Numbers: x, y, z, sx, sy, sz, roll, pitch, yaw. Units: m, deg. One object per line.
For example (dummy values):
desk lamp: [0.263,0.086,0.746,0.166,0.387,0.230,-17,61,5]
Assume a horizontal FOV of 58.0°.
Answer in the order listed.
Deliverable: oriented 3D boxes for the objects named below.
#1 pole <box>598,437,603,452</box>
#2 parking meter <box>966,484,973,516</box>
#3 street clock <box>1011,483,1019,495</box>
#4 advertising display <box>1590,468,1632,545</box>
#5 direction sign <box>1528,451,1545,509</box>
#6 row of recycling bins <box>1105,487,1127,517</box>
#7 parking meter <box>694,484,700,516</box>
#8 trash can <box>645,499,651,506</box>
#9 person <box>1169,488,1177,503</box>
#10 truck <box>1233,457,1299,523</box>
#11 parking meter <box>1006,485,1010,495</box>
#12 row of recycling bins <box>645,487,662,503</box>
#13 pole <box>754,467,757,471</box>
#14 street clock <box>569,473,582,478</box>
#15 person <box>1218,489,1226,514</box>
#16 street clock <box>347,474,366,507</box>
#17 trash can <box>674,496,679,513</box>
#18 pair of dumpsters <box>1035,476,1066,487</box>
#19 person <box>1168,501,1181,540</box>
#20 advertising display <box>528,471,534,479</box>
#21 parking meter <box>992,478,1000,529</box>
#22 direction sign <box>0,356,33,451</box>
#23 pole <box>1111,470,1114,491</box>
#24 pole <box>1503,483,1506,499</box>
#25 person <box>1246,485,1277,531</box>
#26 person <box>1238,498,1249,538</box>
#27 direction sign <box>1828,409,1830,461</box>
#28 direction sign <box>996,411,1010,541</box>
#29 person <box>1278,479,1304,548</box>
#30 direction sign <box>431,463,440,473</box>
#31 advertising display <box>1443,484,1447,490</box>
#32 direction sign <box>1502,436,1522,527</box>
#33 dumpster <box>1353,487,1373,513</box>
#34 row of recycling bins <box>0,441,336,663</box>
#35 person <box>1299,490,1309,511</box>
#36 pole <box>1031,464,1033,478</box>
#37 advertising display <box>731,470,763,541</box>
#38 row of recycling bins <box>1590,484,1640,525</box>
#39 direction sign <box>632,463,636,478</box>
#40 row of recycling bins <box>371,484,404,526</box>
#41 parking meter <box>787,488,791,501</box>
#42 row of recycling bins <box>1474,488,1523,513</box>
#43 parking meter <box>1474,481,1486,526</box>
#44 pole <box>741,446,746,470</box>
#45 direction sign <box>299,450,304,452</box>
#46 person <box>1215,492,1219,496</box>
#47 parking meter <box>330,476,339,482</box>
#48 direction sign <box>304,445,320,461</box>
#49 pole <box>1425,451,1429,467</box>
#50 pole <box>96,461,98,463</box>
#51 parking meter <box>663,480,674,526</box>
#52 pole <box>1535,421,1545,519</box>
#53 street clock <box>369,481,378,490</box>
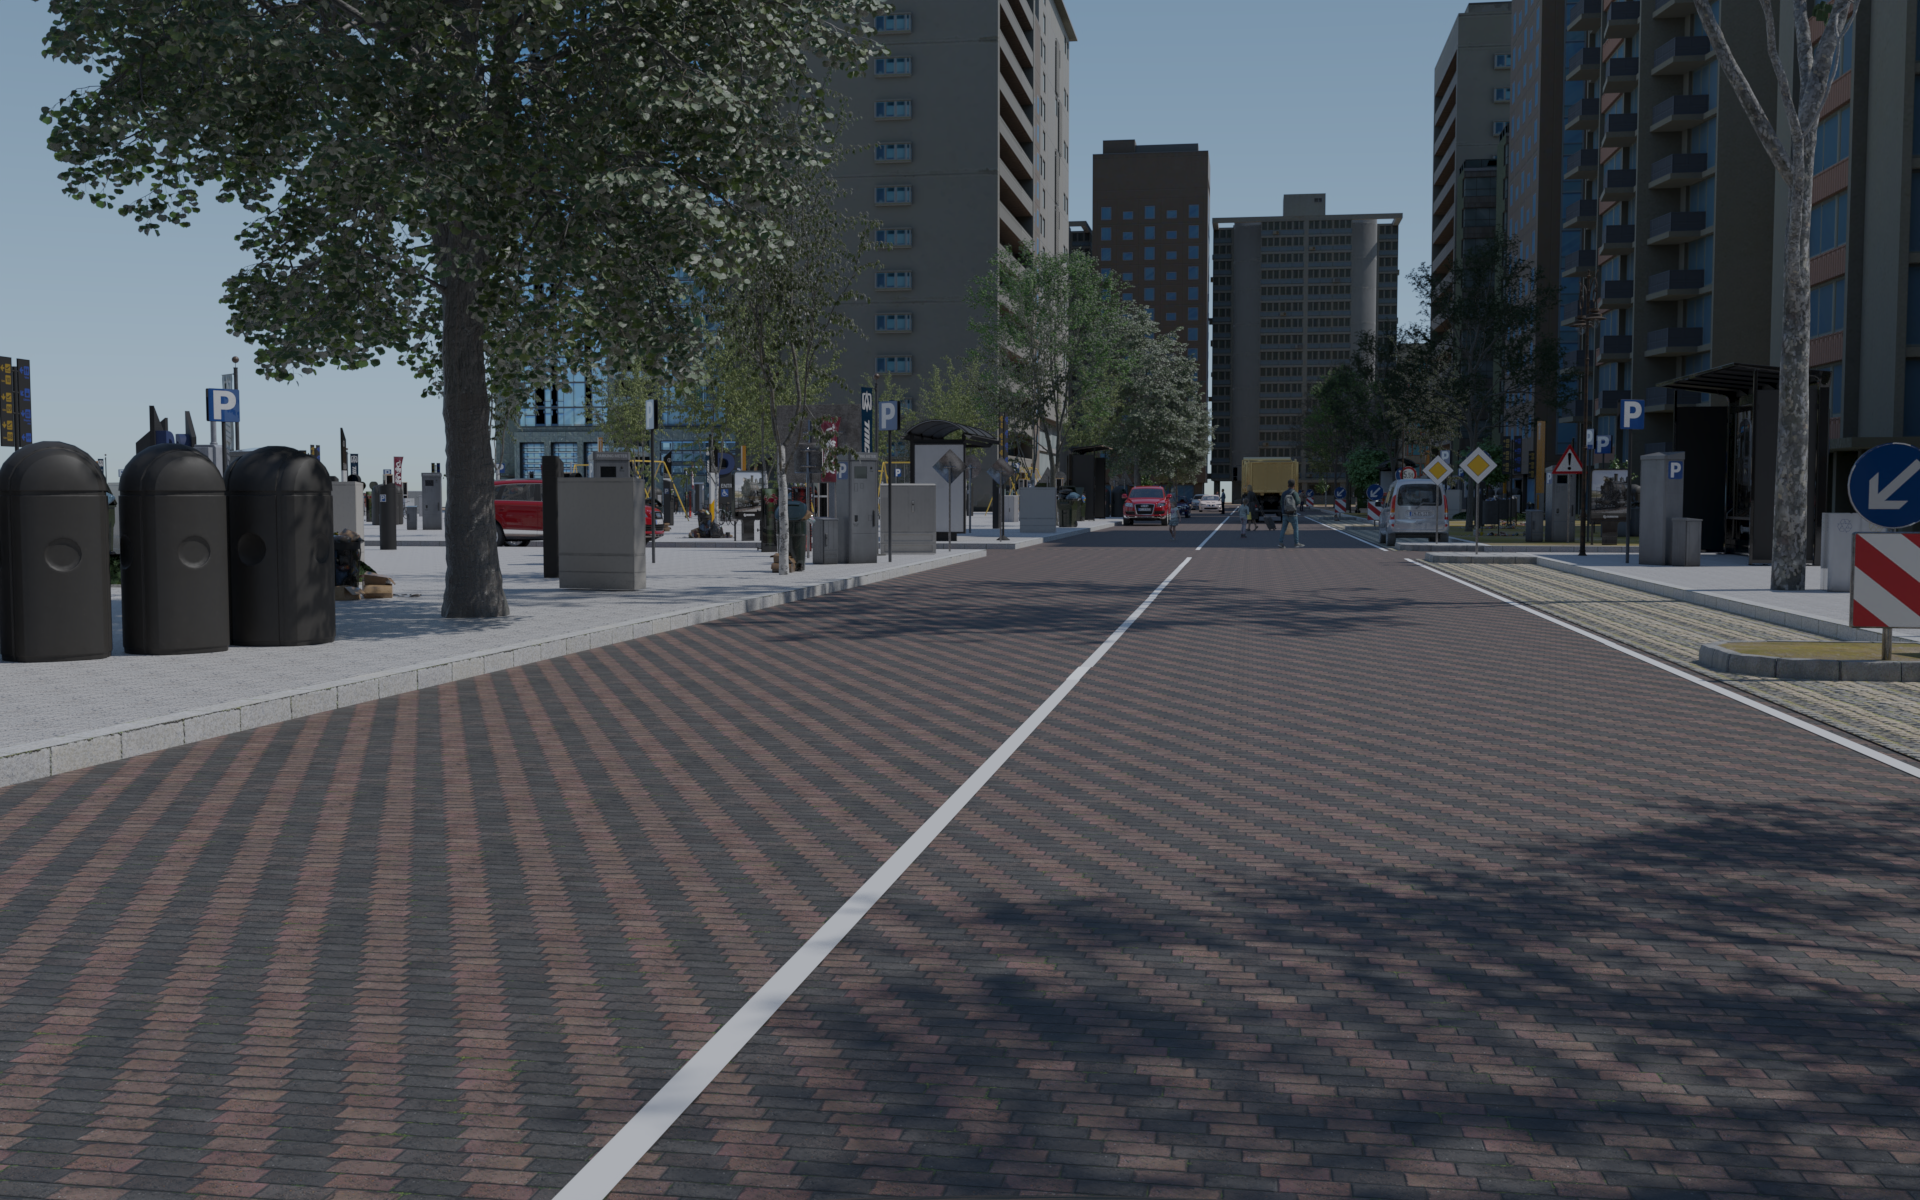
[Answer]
pole: [-12.965,-4.199,62.495,0.158,3.312,0.155,0,3,0]
parking meter: [0.567,-5.816,100.802,0.399,1.863,0.255,3,5,43]
street clock: [3.727,-6.890,117.215,0.471,2.002,0.358,-3,4,-37]
advertising display: [16.407,-2.353,43.690,0.974,1.923,0.123,2,4,25]
direction sign: [30.066,-6.018,90.398,0.379,3.537,0.876,-3,5,-44]
row of recycling bins: [7.477,-5.435,95.969,3.534,1.692,1.069,-1,4,-14]
parking meter: [-15.701,-5.976,103.413,0.255,1.863,0.399,-1,4,-16]
trash can: [-8.979,-2.240,48.278,0.748,1.137,0.748,0,3,0]
person: [12.402,-5.672,101.417,0.728,1.800,0.709,-2,4,-33]
truck: [16.031,-5.767,90.218,3.469,3.379,9.791,0,4,8]
parking meter: [3.144,-6.618,113.915,0.255,1.863,0.399,0,4,-3]
row of recycling bins: [-20.639,-6.712,116.858,1.069,1.692,3.534,-1,4,-12]
pole: [-14.597,-7.953,123.866,0.158,3.312,0.155,0,3,0]
street clock: [-12.958,-3.297,58.471,0.358,2.002,0.471,2,4,26]
person: [18.727,-7.035,123.513,0.705,1.826,1.348,2,4,26]
street clock: [-22.042,-3.576,63.040,0.471,2.002,0.358,1,4,8]
trash can: [-19.875,-6.650,120.379,0.748,1.137,0.748,0,3,0]
pair of dumpsters: [4.704,-5.358,90.099,1.574,2.255,4.437,1,4,10]
person: [6.697,-2.459,53.719,0.382,1.210,0.505,-3,4,-39]
advertising display: [-12.130,-2.680,49.038,0.123,1.923,0.974,-1,4,-16]
parking meter: [1.376,-3.573,64.131,0.255,1.863,0.399,1,4,23]
direction sign: [-15.697,-2.254,28.843,0.379,3.537,0.876,0,4,2]
pole: [10.655,-7.771,120.892,0.158,3.312,0.155,0,3,0]
pole: [34.835,-7.150,110.746,0.158,3.312,0.155,0,3,0]
person: [11.778,-3.638,68.196,1.509,1.804,0.699,-1,4,-19]
person: [9.355,-2.705,57.006,0.425,1.301,0.394,2,4,31]
direction sign: [23.189,-3.326,46.379,0.379,3.537,0.876,1,4,22]
direction sign: [1.196,-3.417,47.868,0.379,3.537,0.876,1,4,17]
person: [8.663,-2.268,45.568,0.713,1.824,0.794,-2,4,-25]
direction sign: [-37.939,-8.160,125.420,0.379,3.537,0.876,2,4,27]
advertising display: [30.603,-6.445,110.588,0.974,1.923,0.123,3,5,41]
direction sign: [21.479,-4.615,67.446,0.379,3.537,0.876,-2,4,-35]
dumpster: [26.969,-6.904,115.378,1.502,2.255,1.985,1,4,10]
row of recycling bins: [-6.758,-0.414,13.885,1.069,1.692,3.534,3,5,45]
person: [28.338,-8.170,142.610,0.750,1.759,0.617,-1,4,-14]
pole: [4.797,-7.444,115.553,0.158,3.312,0.155,0,3,0]
advertising display: [-5.798,-2.574,47.294,0.974,1.923,0.123,-3,5,-42]
row of recycling bins: [28.185,-4.057,73.444,3.534,1.692,1.069,-2,4,-27]
direction sign: [-23.644,-8.177,125.687,0.379,3.537,0.876,-2,4,-26]
row of recycling bins: [-23.859,-3.989,72.331,1.069,1.692,3.534,-1,4,-10]
parking meter: [-6.788,-3.748,69.693,0.372,1.533,0.369,0,3,0]
row of recycling bins: [35.664,-6.616,115.286,3.534,1.692,1.069,0,4,-2]
parking meter: [20.793,-3.885,69.231,0.399,1.863,0.255,3,5,44]
pole: [-9.138,-4.851,73.153,0.158,3.312,0.155,0,3,0]
direction sign: [-33.567,-5.952,89.312,0.876,3.537,0.379,-2,4,-23]
person: [28.963,-11.361,195.176,0.541,1.710,0.530,1,4,11]
parking meter: [-20.079,-3.048,55.549,0.255,1.863,0.399,0,4,-3]
direction sign: [-29.606,-5.359,79.611,0.379,3.537,0.876,0,4,7]
pole: [21.927,-5.352,81.344,0.158,3.312,0.155,0,3,0]
pole: [-53.231,-6.907,106.774,0.158,3.312,0.155,0,3,0]
parking meter: [-11.782,-3.936,70.063,0.399,1.863,0.255,2,4,25]
pole: [16.238,-3.341,48.471,0.158,3.312,0.155,0,3,0]
street clock: [-33.389,-5.756,98.681,0.471,2.002,0.358,1,4,21]
